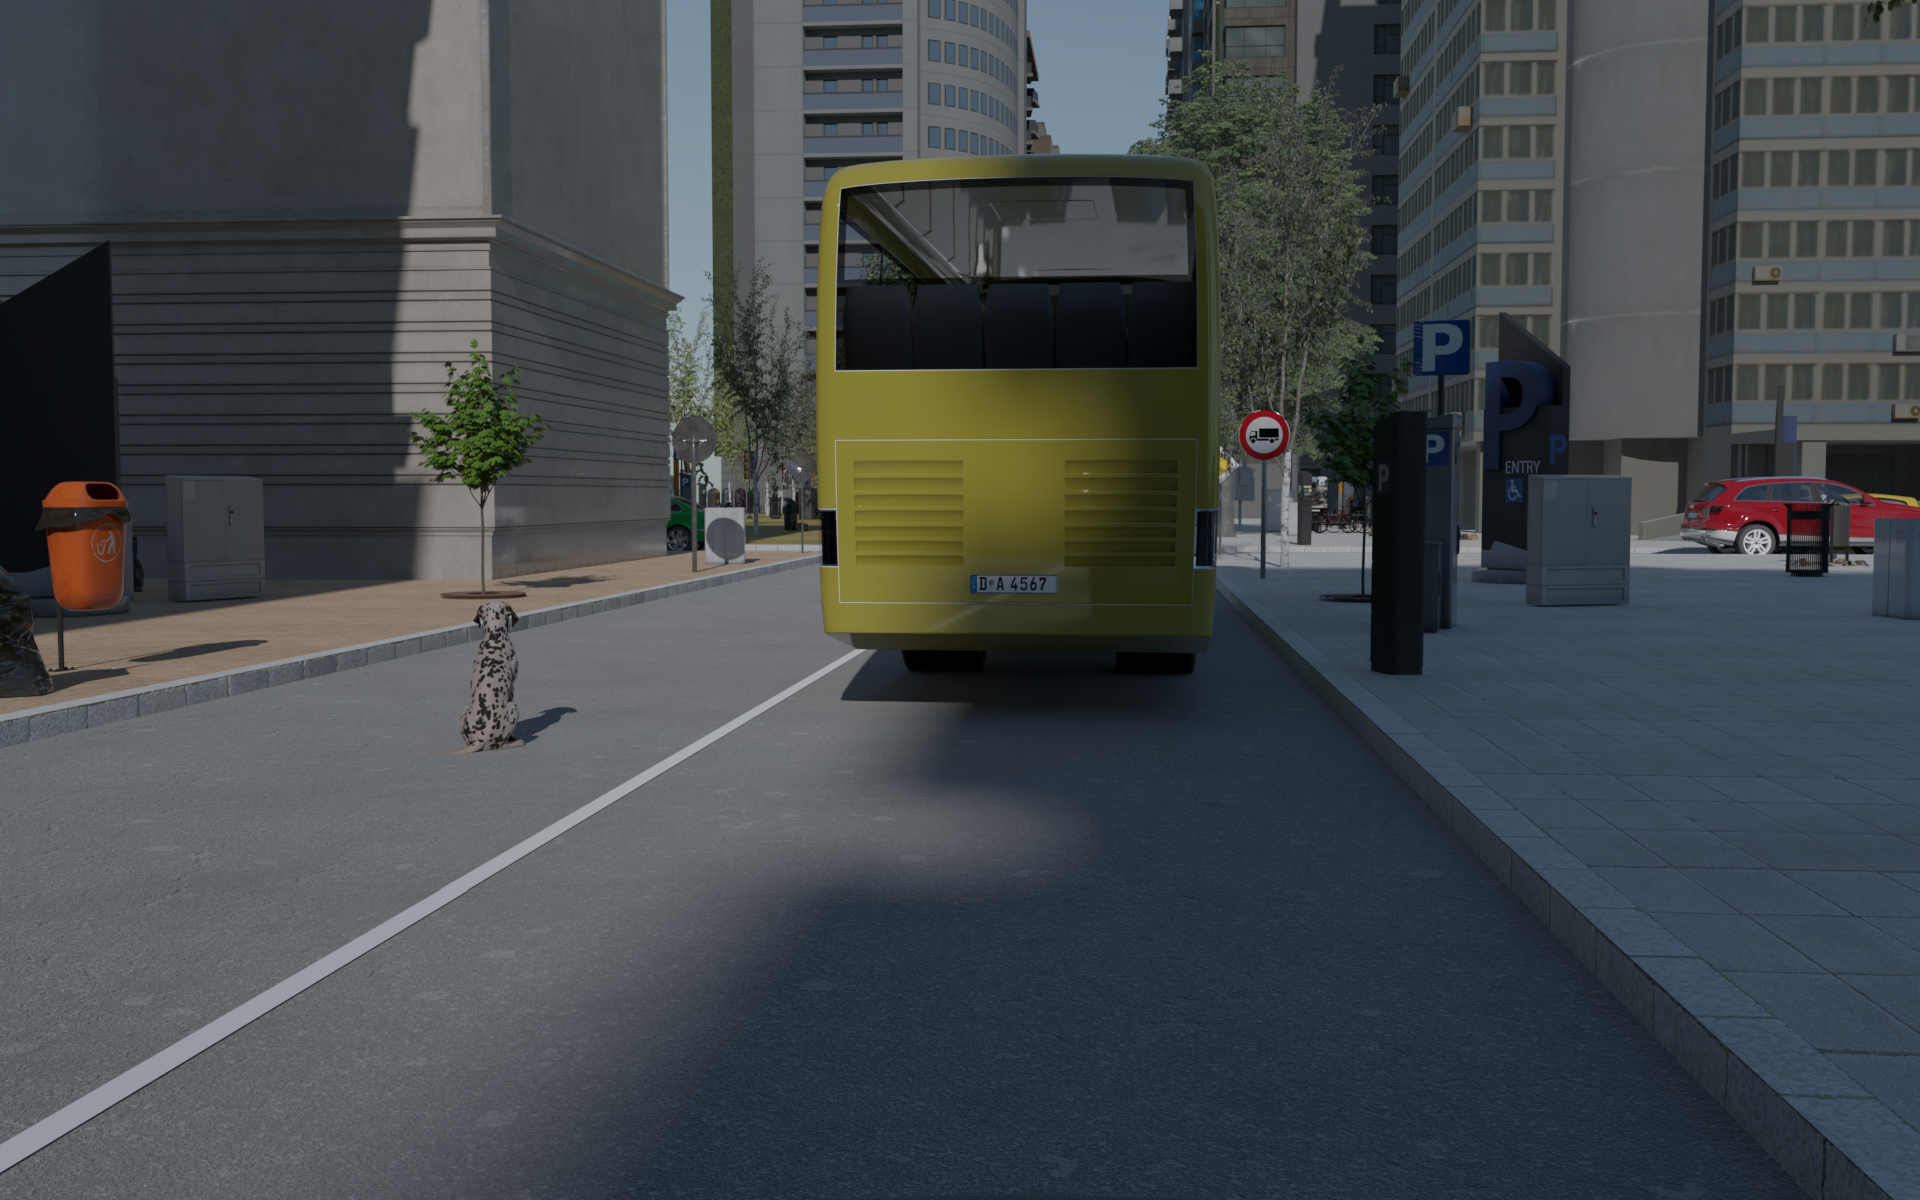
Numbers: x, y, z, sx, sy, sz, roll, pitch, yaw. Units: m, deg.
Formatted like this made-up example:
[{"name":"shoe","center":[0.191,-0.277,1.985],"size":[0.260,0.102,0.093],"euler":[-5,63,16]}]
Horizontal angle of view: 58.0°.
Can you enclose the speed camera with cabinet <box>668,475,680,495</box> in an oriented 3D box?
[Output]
[{"name":"speed camera with cabinet","center":[-13.558,-5.443,83.328],"size":[2.038,3.252,0.660],"euler":[3,5,43]}]

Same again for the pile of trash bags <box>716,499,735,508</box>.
[{"name":"pile of trash bags","center":[-7.475,-2.241,46.394],"size":[3.447,1.369,1.912],"euler":[1,4,21]}]

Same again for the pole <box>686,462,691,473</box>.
[{"name":"pole","center":[-11.265,-4.766,71.763],"size":[0.158,3.312,0.155],"euler":[0,3,0]}]

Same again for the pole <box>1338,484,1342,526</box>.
[{"name":"pole","center":[15.221,-4.603,69.094],"size":[0.158,3.312,0.155],"euler":[0,3,0]}]

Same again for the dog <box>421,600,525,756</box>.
[{"name":"dog","center":[-2.751,0.432,9.773],"size":[0.513,0.831,0.800],"euler":[2,4,35]}]

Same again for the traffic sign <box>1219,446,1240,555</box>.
[{"name":"traffic sign","center":[5.465,-2.001,36.364],"size":[0.795,2.450,0.064],"euler":[0,4,5]}]

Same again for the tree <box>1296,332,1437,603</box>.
[{"name":"tree","center":[4.797,-1.609,20.905],"size":[1.663,3.219,1.824],"euler":[0,3,0]}]

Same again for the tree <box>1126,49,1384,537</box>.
[{"name":"tree","center":[7.994,-8.853,51.403],"size":[9.857,13.997,8.962],"euler":[0,3,0]}]

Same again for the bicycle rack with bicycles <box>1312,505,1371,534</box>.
[{"name":"bicycle rack with bicycles","center":[12.717,-2.692,57.404],"size":[2.925,0.926,2.852],"euler":[0,4,-6]}]

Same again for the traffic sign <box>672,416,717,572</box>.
[{"name":"traffic sign","center":[-4.350,-1.725,28.315],"size":[0.768,2.556,0.104],"euler":[1,4,12]}]

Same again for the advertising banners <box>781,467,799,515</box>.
[{"name":"advertising banners","center":[-10.192,-6.801,107.377],"size":[2.074,3.025,0.090],"euler":[2,4,24]}]

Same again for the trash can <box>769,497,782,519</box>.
[{"name":"trash can","center":[-9.547,-4.762,89.512],"size":[0.748,1.137,0.748],"euler":[0,3,0]}]

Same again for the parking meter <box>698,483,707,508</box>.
[{"name":"parking meter","center":[-13.485,-5.203,90.786],"size":[0.255,1.863,0.399],"euler":[3,5,41]}]

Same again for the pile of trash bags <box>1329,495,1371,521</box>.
[{"name":"pile of trash bags","center":[18.248,-4.477,82.959],"size":[3.447,1.369,1.912],"euler":[0,4,-3]}]

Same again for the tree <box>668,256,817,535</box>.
[{"name":"tree","center":[-6.191,-6.315,53.609],"size":[4.360,8.622,3.978],"euler":[0,3,0]}]

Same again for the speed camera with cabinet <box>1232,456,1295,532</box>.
[{"name":"speed camera with cabinet","center":[10.301,-3.941,58.777],"size":[2.038,3.252,0.660],"euler":[0,4,-2]}]

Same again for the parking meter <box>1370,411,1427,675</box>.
[{"name":"parking meter","center":[3.137,-0.410,12.408],"size":[0.255,1.863,0.399],"euler":[-1,4,-12]}]

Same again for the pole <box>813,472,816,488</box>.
[{"name":"pole","center":[-9.097,-6.993,108.179],"size":[0.158,3.312,0.155],"euler":[0,3,0]}]

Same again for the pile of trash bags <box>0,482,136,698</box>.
[{"name":"pile of trash bags","center":[-6.709,-0.085,11.136],"size":[1.912,1.369,3.447],"euler":[1,4,17]}]

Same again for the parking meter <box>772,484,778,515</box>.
[{"name":"parking meter","center":[-11.213,-6.073,105.006],"size":[0.255,1.863,0.399],"euler":[-2,4,-31]}]

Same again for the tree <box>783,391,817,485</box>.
[{"name":"tree","center":[-10.089,-10.198,117.107],"size":[4.737,8.622,4.395],"euler":[0,3,0]}]

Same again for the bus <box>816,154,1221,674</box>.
[{"name":"bus","center":[1.067,-1.541,16.734],"size":[2.896,3.916,12.252],"euler":[0,4,7]}]

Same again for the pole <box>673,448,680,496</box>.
[{"name":"pole","center":[-10.160,-4.171,62.041],"size":[0.158,3.312,0.155],"euler":[0,3,0]}]

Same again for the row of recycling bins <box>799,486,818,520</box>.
[{"name":"row of recycling bins","center":[-6.712,-4.948,88.020],"size":[1.069,1.692,3.534],"euler":[3,5,43]}]

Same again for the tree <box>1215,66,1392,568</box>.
[{"name":"tree","center":[5.588,-4.885,30.232],"size":[4.360,8.622,3.978],"euler":[0,3,0]}]

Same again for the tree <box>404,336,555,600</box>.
[{"name":"tree","center":[-6.071,-1.644,21.477],"size":[1.663,3.219,1.824],"euler":[0,3,0]}]

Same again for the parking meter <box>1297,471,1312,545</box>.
[{"name":"parking meter","center":[8.648,-2.308,43.452],"size":[0.255,1.863,0.399],"euler":[-1,4,-11]}]

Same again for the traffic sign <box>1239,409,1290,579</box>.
[{"name":"traffic sign","center":[4.595,-1.596,26.194],"size":[0.768,2.556,0.104],"euler":[1,4,14]}]

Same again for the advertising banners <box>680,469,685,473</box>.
[{"name":"advertising banners","center":[-20.155,-7.668,121.563],"size":[2.074,3.025,0.090],"euler":[0,4,3]}]

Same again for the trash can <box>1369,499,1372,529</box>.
[{"name":"trash can","center":[13.353,-2.652,55.015],"size":[0.748,1.137,0.748],"euler":[0,3,0]}]

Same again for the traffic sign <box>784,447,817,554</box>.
[{"name":"traffic sign","center":[-3.387,-2.054,37.224],"size":[0.795,2.450,0.064],"euler":[0,4,5]}]

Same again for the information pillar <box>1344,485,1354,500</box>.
[{"name":"information pillar","center":[19.214,-5.761,85.553],"size":[0.504,3.616,0.183],"euler":[3,5,39]}]

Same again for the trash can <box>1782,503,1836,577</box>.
[{"name":"trash can","center":[13.189,-0.935,26.944],"size":[0.748,1.137,0.748],"euler":[0,3,0]}]

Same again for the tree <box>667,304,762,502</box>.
[{"name":"tree","center":[-10.258,-7.103,66.490],"size":[4.737,8.622,4.395],"euler":[0,3,0]}]

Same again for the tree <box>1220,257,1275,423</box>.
[{"name":"tree","center":[9.081,-8.769,69.135],"size":[9.928,11.665,9.643],"euler":[0,3,0]}]

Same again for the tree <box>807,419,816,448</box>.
[{"name":"tree","center":[-1.292,-9.283,68.790],"size":[9.611,12.733,9.660],"euler":[0,3,0]}]

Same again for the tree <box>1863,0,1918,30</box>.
[{"name":"tree","center":[7.831,-3.726,11.286],"size":[4.360,8.622,3.978],"euler":[0,3,0]}]
